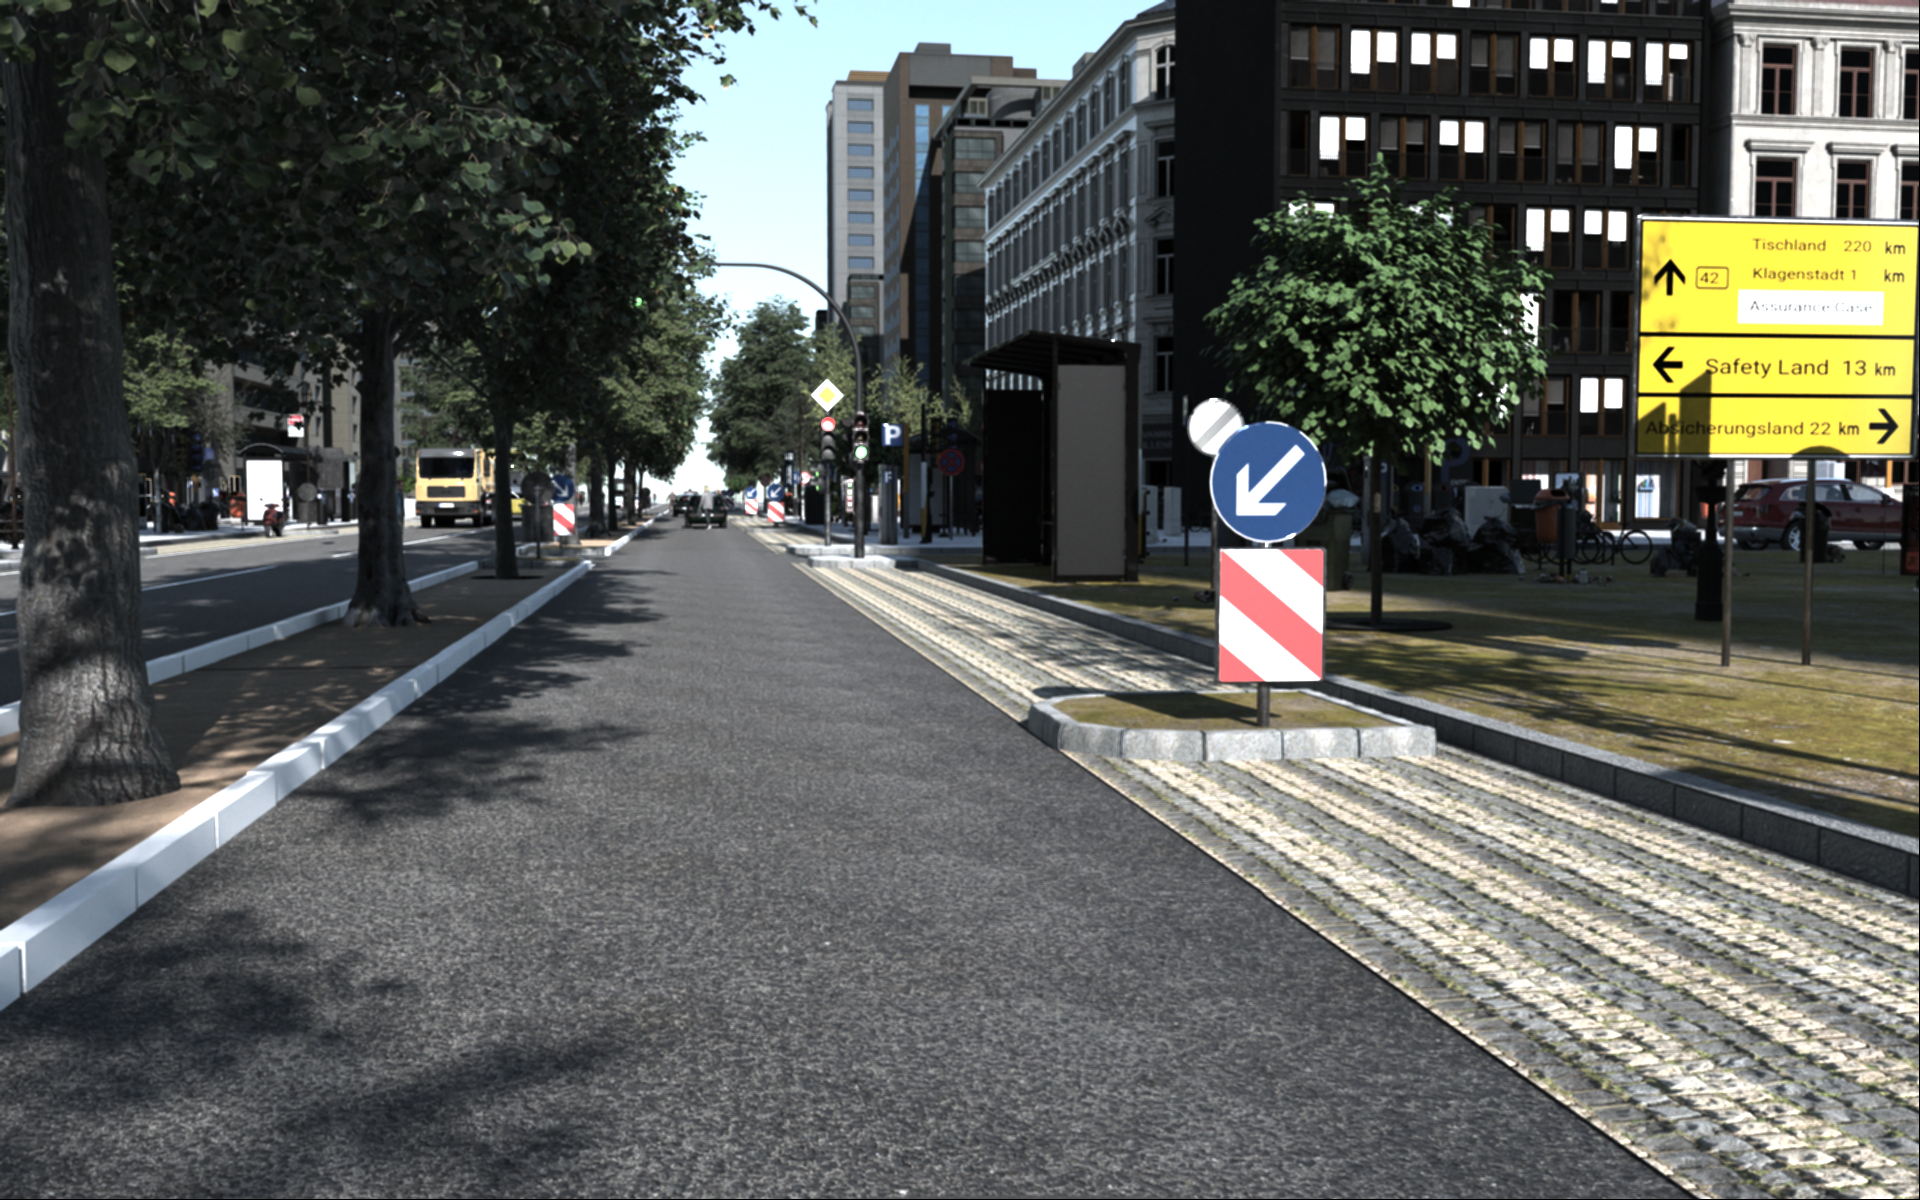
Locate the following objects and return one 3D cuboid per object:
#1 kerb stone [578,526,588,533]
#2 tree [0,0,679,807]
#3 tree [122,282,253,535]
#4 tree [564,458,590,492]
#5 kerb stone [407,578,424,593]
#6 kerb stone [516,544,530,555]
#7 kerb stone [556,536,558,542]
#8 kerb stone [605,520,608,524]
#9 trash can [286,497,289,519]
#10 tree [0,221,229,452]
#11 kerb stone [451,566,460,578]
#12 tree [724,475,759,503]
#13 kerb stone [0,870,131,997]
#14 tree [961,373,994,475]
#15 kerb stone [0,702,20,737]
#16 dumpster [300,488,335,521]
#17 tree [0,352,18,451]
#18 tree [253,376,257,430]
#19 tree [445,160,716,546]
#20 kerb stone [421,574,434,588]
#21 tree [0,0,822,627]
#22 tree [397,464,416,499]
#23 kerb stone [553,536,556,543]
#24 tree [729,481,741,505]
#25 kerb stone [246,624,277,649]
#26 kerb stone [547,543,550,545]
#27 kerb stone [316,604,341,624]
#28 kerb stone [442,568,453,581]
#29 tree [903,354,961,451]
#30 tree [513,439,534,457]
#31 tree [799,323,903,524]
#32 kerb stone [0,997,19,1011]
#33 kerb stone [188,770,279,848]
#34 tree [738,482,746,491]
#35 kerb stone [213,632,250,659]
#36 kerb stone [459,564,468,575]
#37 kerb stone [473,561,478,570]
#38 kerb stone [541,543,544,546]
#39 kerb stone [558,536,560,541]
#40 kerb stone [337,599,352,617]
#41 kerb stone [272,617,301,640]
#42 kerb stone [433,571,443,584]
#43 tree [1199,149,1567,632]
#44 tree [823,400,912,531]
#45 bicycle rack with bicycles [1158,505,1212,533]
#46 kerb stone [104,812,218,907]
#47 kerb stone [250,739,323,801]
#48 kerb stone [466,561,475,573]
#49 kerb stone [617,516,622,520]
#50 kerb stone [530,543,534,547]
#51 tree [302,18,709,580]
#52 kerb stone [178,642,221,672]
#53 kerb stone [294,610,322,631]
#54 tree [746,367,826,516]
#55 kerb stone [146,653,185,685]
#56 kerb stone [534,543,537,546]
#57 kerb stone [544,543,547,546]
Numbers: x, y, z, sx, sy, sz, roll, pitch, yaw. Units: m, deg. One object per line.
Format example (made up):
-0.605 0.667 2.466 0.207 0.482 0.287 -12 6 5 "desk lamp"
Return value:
-14.257 -2.644 65.430 0.120 0.150 1.000 -1 4 -9 "kerb stone"
-4.060 -6.028 7.668 9.857 13.997 8.962 0 3 0 "tree"
-25.239 -6.341 54.037 4.360 8.622 3.978 0 3 0 "tree"
-52.921 -17.657 239.053 4.737 8.622 4.395 0 3 0 "tree"
-8.044 -0.191 25.409 0.120 0.150 1.000 -1 4 -9 "kerb stone"
-10.635 -1.217 42.122 0.120 0.150 1.000 -1 4 -9 "kerb stone"
-12.053 -1.776 51.233 0.120 0.150 1.000 -1 4 -9 "kerb stone"
-17.560 -3.945 86.699 0.120 0.150 1.000 -1 4 -9 "kerb stone"
-32.678 -4.384 83.333 0.748 1.137 0.748 0 3 0 "trash can"
-23.719 -7.868 46.774 7.486 12.596 7.792 0 3 0 "tree"
-8.670 -0.441 29.459 0.120 0.150 1.000 -1 4 -9 "kerb stone"
-24.799 -13.336 201.762 4.285 4.588 4.351 0 3 0 "tree"
-2.818 1.027 5.455 0.120 0.150 1.000 -1 4 -9 "kerb stone"
0.554 -9.422 104.414 4.737 8.622 4.395 0 3 0 "tree"
-5.688 0.733 10.218 0.120 0.150 1.000 -1 4 -9 "kerb stone"
-29.863 -4.570 80.476 1.264 1.857 1.865 -1 4 -9 "dumpster"
-35.545 -6.837 62.153 4.737 8.622 4.395 0 3 0 "tree"
-36.890 -8.288 85.870 4.360 8.622 3.978 0 3 0 "tree"
-10.608 -7.751 47.307 7.486 12.596 7.792 0 3 0 "tree"
-8.196 -0.258 26.419 0.120 0.150 1.000 -1 4 -9 "kerb stone"
-6.318 -6.058 18.507 9.611 12.733 9.660 0 3 0 "tree"
-31.024 -6.293 97.496 1.663 3.219 1.824 0 3 0 "tree"
-11.890 -1.709 50.213 0.120 0.150 1.000 -1 4 -9 "kerb stone"
-26.435 -12.928 205.974 1.663 3.219 1.824 0 3 0 "tree"
-6.633 0.363 16.303 0.120 0.150 1.000 -1 4 -9 "kerb stone"
-11.583 -1.588 48.189 0.120 0.150 1.000 -1 4 -9 "kerb stone"
-7.105 0.175 19.333 0.120 0.150 1.000 -1 4 -9 "kerb stone"
-8.508 -0.381 28.446 0.120 0.150 1.000 -1 4 -9 "kerb stone"
-2.596 -8.558 90.279 4.737 8.622 4.395 0 3 0 "tree"
-39.737 -12.343 152.167 4.737 8.622 4.395 0 3 0 "tree"
-4.960 -7.567 74.079 4.737 8.622 4.395 0 3 0 "tree"
-2.663 1.088 4.432 0.120 0.150 1.000 -1 4 -9 "kerb stone"
-3.136 0.903 7.481 0.120 0.150 1.000 -1 4 -9 "kerb stone"
-21.581 -14.105 180.975 4.360 8.622 3.978 0 3 0 "tree"
-6.479 0.424 15.285 0.120 0.150 1.000 -1 4 -9 "kerb stone"
-8.831 -0.506 30.471 0.120 0.150 1.000 -1 4 -9 "kerb stone"
-9.150 -0.630 32.503 0.120 0.150 1.000 -1 4 -9 "kerb stone"
-11.267 -1.466 46.168 0.120 0.150 1.000 -1 4 -9 "kerb stone"
-12.210 -1.833 52.246 0.120 0.150 1.000 -1 4 -9 "kerb stone"
-7.252 0.115 20.345 0.120 0.150 1.000 -1 4 -9 "kerb stone"
-6.787 0.302 17.314 0.120 0.150 1.000 -1 4 -9 "kerb stone"
-8.360 -0.320 27.434 0.120 0.150 1.000 -1 4 -9 "kerb stone"
4.032 -2.021 16.765 4.285 4.588 4.351 0 3 0 "tree"
-3.094 -4.690 60.397 4.285 4.588 4.351 0 3 0 "tree"
7.664 -2.735 58.095 2.852 0.926 2.925 -2 4 -32 "bicycle rack with bicycles"
-2.980 0.968 6.470 0.120 0.150 1.000 -1 4 -9 "kerb stone"
-3.303 0.838 8.490 0.120 0.150 1.000 -1 4 -9 "kerb stone"
-8.987 -0.568 31.486 0.120 0.150 1.000 -1 4 -9 "kerb stone"
-19.758 -4.812 100.889 0.120 0.150 1.000 -1 4 -9 "kerb stone"
-10.790 -1.281 43.132 0.120 0.150 1.000 -1 4 -9 "kerb stone"
-7.759 -6.159 28.909 9.928 11.665 9.643 0 3 0 "tree"
-6.309 0.485 14.271 0.120 0.150 1.000 -1 4 -9 "kerb stone"
-6.947 0.237 18.323 0.120 0.150 1.000 -1 4 -9 "kerb stone"
-9.280 -9.155 100.041 4.360 8.622 3.978 0 3 0 "tree"
-6.160 0.547 13.252 0.120 0.150 1.000 -1 4 -9 "kerb stone"
-10.947 -1.340 44.147 0.120 0.150 1.000 -1 4 -9 "kerb stone"
-11.423 -1.528 47.180 0.120 0.150 1.000 -1 4 -9 "kerb stone"
